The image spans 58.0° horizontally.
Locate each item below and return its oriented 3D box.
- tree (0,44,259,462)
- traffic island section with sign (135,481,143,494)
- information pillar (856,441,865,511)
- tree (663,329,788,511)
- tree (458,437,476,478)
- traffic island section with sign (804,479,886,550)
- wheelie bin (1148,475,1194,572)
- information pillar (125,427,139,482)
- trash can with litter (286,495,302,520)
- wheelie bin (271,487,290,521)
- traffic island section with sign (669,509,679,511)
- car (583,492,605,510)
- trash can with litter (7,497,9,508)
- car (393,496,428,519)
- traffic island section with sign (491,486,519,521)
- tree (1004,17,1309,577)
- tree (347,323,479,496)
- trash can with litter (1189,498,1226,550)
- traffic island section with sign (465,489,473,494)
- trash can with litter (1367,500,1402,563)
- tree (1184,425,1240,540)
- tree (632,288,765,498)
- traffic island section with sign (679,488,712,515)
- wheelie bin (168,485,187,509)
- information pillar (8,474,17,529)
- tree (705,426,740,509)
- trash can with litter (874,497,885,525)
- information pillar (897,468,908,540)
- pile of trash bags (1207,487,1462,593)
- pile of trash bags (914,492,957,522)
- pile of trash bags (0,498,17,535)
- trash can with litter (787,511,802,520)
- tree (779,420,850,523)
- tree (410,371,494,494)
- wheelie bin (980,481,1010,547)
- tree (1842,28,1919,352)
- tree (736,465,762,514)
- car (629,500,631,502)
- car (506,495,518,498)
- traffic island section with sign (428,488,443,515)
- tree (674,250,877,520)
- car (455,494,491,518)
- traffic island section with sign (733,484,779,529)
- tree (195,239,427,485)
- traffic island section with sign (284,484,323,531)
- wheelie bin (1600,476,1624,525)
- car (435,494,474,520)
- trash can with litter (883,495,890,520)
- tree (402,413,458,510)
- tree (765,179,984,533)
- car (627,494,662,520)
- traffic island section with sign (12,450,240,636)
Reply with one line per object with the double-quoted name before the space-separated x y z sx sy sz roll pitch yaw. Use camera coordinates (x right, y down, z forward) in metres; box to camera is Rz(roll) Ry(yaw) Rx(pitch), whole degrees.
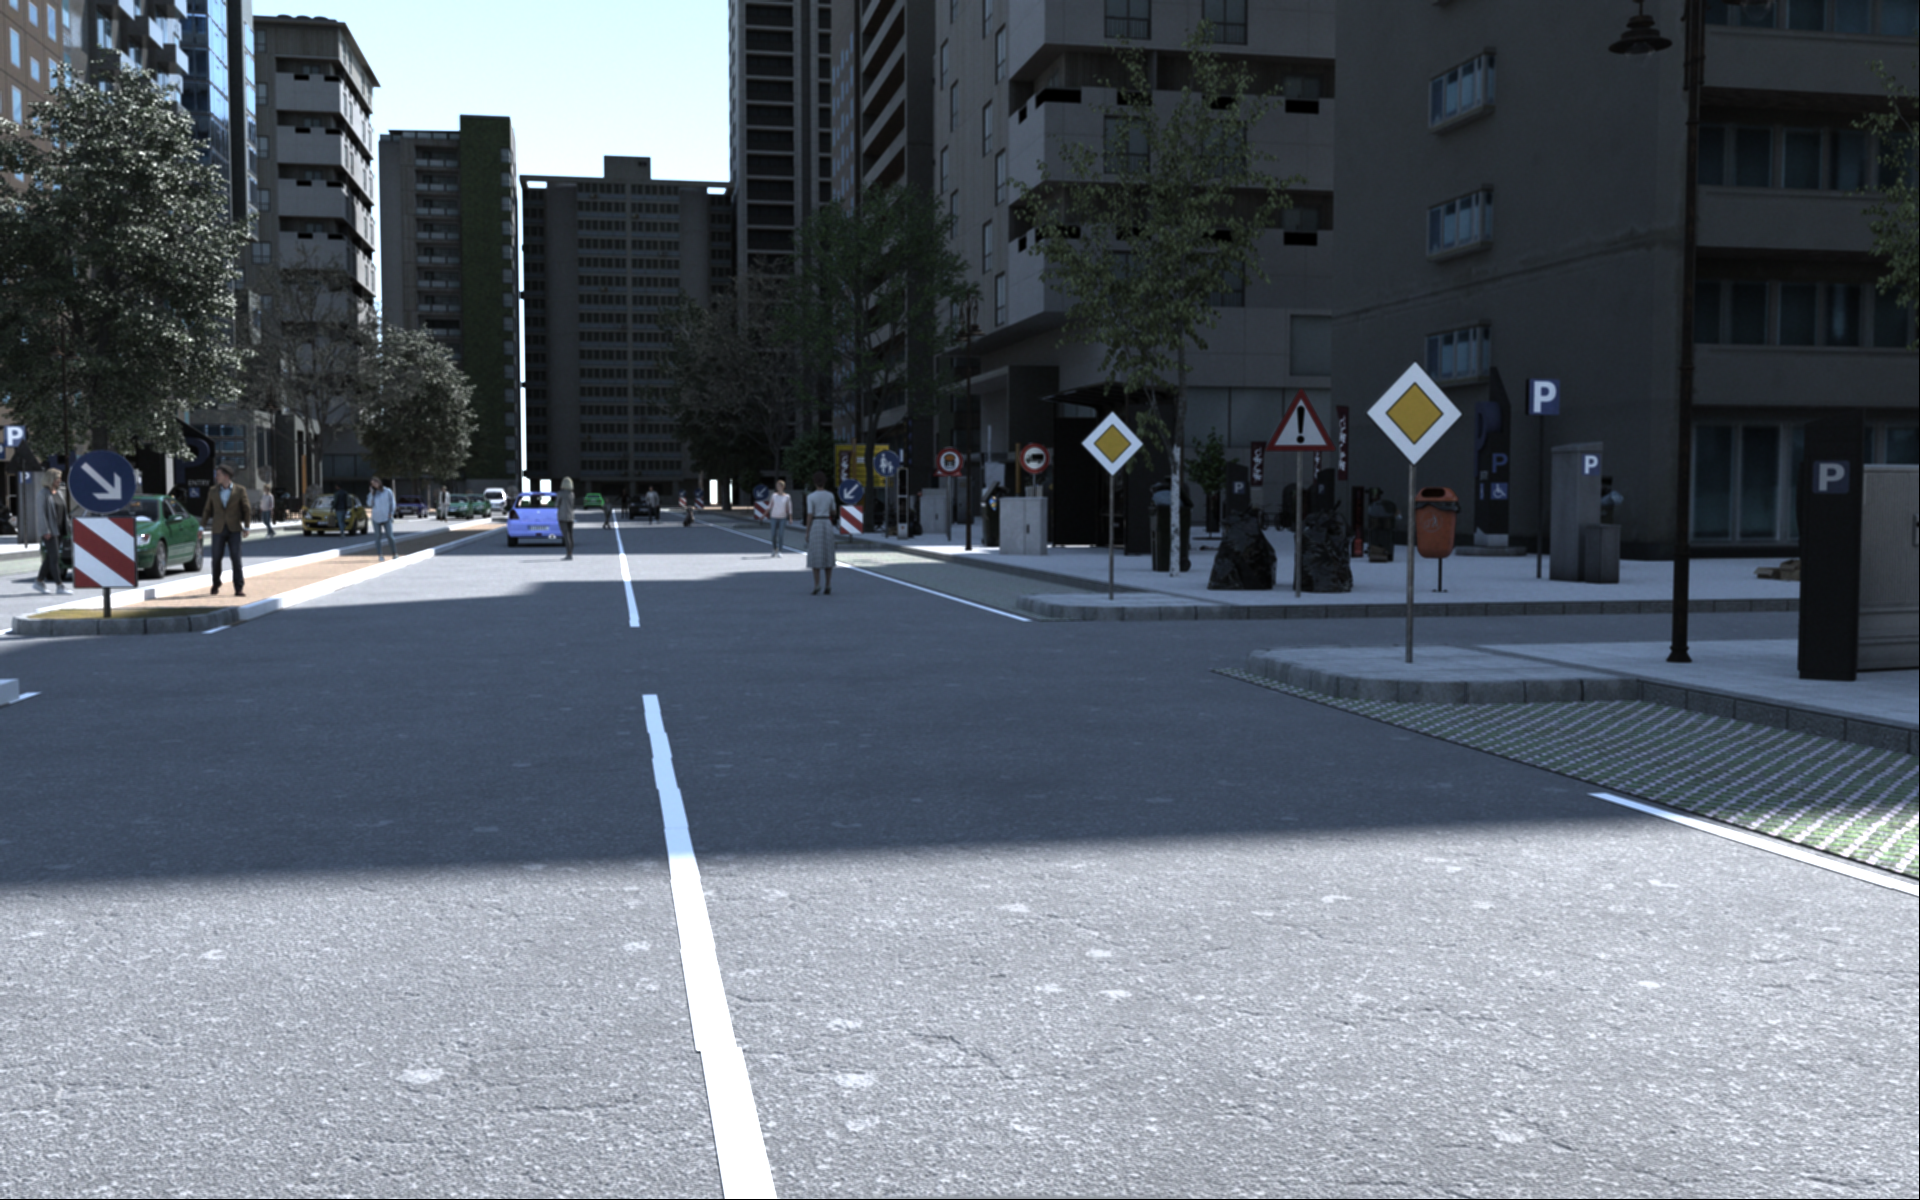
"tree" -25.403 -8.816 50.797 9.857 13.997 8.962 0 3 0
"traffic island section with sign" -20.105 -2.023 41.698 1.989 1.847 2.006 -1 4 -11
"information pillar" -4.239 -4.958 72.416 0.504 3.616 0.183 -1 4 -19
"tree" -17.879 -13.863 133.313 9.857 13.997 8.962 0 3 0
"tree" -48.304 -13.166 165.631 4.360 8.622 3.978 0 3 0
"traffic island section with sign" -3.057 -2.242 45.280 1.989 1.847 2.006 -1 4 -11
"wheelie bin" 3.490 -1.278 28.798 0.693 1.594 0.980 0 4 -5
"information pillar" -27.329 -4.023 57.137 0.504 3.616 0.183 1 4 17
"trash can with litter" -32.608 -4.574 85.847 2.233 1.210 1.678 0 4 -6
"wheelie bin" -32.377 -4.556 82.401 0.980 1.594 0.693 -2 4 -28
"traffic island section with sign" -23.920 -8.554 148.491 1.989 1.847 2.006 -1 4 -11
"car" -33.566 -9.177 158.834 1.959 1.807 4.718 -1 4 -10
"trash can with litter" -36.337 -3.354 65.902 1.678 1.210 2.233 0 4 -6
"car" -32.670 -5.524 102.897 1.945 1.354 3.894 -1 4 -10
"traffic island section with sign" -23.852 -5.138 92.146 2.006 1.907 1.989 -1 4 -11
"tree" 3.101 -4.667 26.667 4.737 8.622 4.395 0 3 0
"tree" -40.261 -13.508 127.516 9.857 13.997 8.962 0 3 0
"trash can with litter" 5.887 -1.758 39.804 2.233 1.210 1.678 0 4 -2
"traffic island section with sign" -40.901 -8.313 144.553 1.989 1.847 2.006 -1 4 -11
"trash can with litter" 8.020 -1.307 32.762 0.624 1.170 1.055 1 4 16
"tree" 7.177 -3.313 48.767 1.663 3.219 1.824 0 3 0
"tree" -23.455 -18.472 157.902 12.611 20.169 13.585 0 3 0
"traffic island section with sign" -18.449 -6.900 121.450 1.989 1.847 2.006 -1 4 -11
"wheelie bin" -25.862 -3.013 57.170 0.693 1.594 0.980 -2 4 -28
"information pillar" -35.218 -3.671 64.509 0.304 2.012 0.304 -1 4 -11
"tree" -19.755 -11.838 143.914 4.737 8.622 4.395 0 3 0
"trash can with litter" -3.191 -3.698 71.855 1.055 1.170 0.624 -1 4 -13
"information pillar" -1.618 -2.704 48.706 0.304 2.012 0.304 0 4 -5
"pile of trash bags" 4.979 -0.825 23.243 3.447 1.369 1.912 2 4 30
"pile of trash bags" -1.237 -4.281 79.744 1.912 1.369 3.447 -2 4 -24
"pile of trash bags" -30.963 -2.711 54.081 3.447 1.369 1.912 3 5 40
"trash can with litter" -8.205 -4.538 85.258 2.233 1.210 1.678 -1 4 -10
"tree" -6.297 -5.704 76.969 4.285 4.588 4.351 0 3 0
"tree" -46.502 -14.683 158.198 7.486 12.596 7.792 0 3 0
"wheelie bin" 0.878 -2.109 42.393 0.693 1.594 0.980 -1 4 -11
"tree" 15.977 -4.699 27.195 4.737 8.622 4.395 0 3 0
"tree" -13.839 -7.312 114.152 1.663 3.219 1.824 0 3 0
"car" -21.189 -6.506 116.152 2.009 1.686 4.222 -1 4 -11
"car" -36.320 -7.793 139.780 2.083 1.381 4.827 -1 4 -11
"traffic island section with sign" -35.522 -6.689 117.987 1.989 1.847 2.006 -1 4 -11
"tree" -9.262 -10.812 87.149 12.009 13.543 11.850 0 3 0
"car" -29.500 -5.700 104.988 2.131 1.459 4.920 -1 4 -10
"traffic island section with sign" -8.396 -3.858 71.704 1.989 1.847 2.006 -1 4 -11
"tree" -31.048 -10.579 83.331 12.009 13.543 11.850 0 3 0
"traffic island section with sign" -25.505 -3.656 68.403 1.989 1.847 2.006 -1 4 -11
"wheelie bin" 11.038 -1.361 30.158 0.980 1.594 0.693 1 4 9
"car" -28.411 -5.240 97.476 2.131 1.459 4.920 -1 4 -12
"trash can with litter" -3.876 -4.680 87.581 2.233 1.210 1.678 1 4 17
"tree" -42.388 -11.426 137.177 4.360 8.622 3.978 0 3 0
"tree" -2.930 -8.042 57.236 9.928 11.665 9.643 0 3 0
"car" -17.987 -5.438 98.690 2.009 1.686 4.222 -1 4 -10
"traffic island section with sign" -8.955 -0.633 18.493 2.006 1.907 1.989 -1 4 -11
